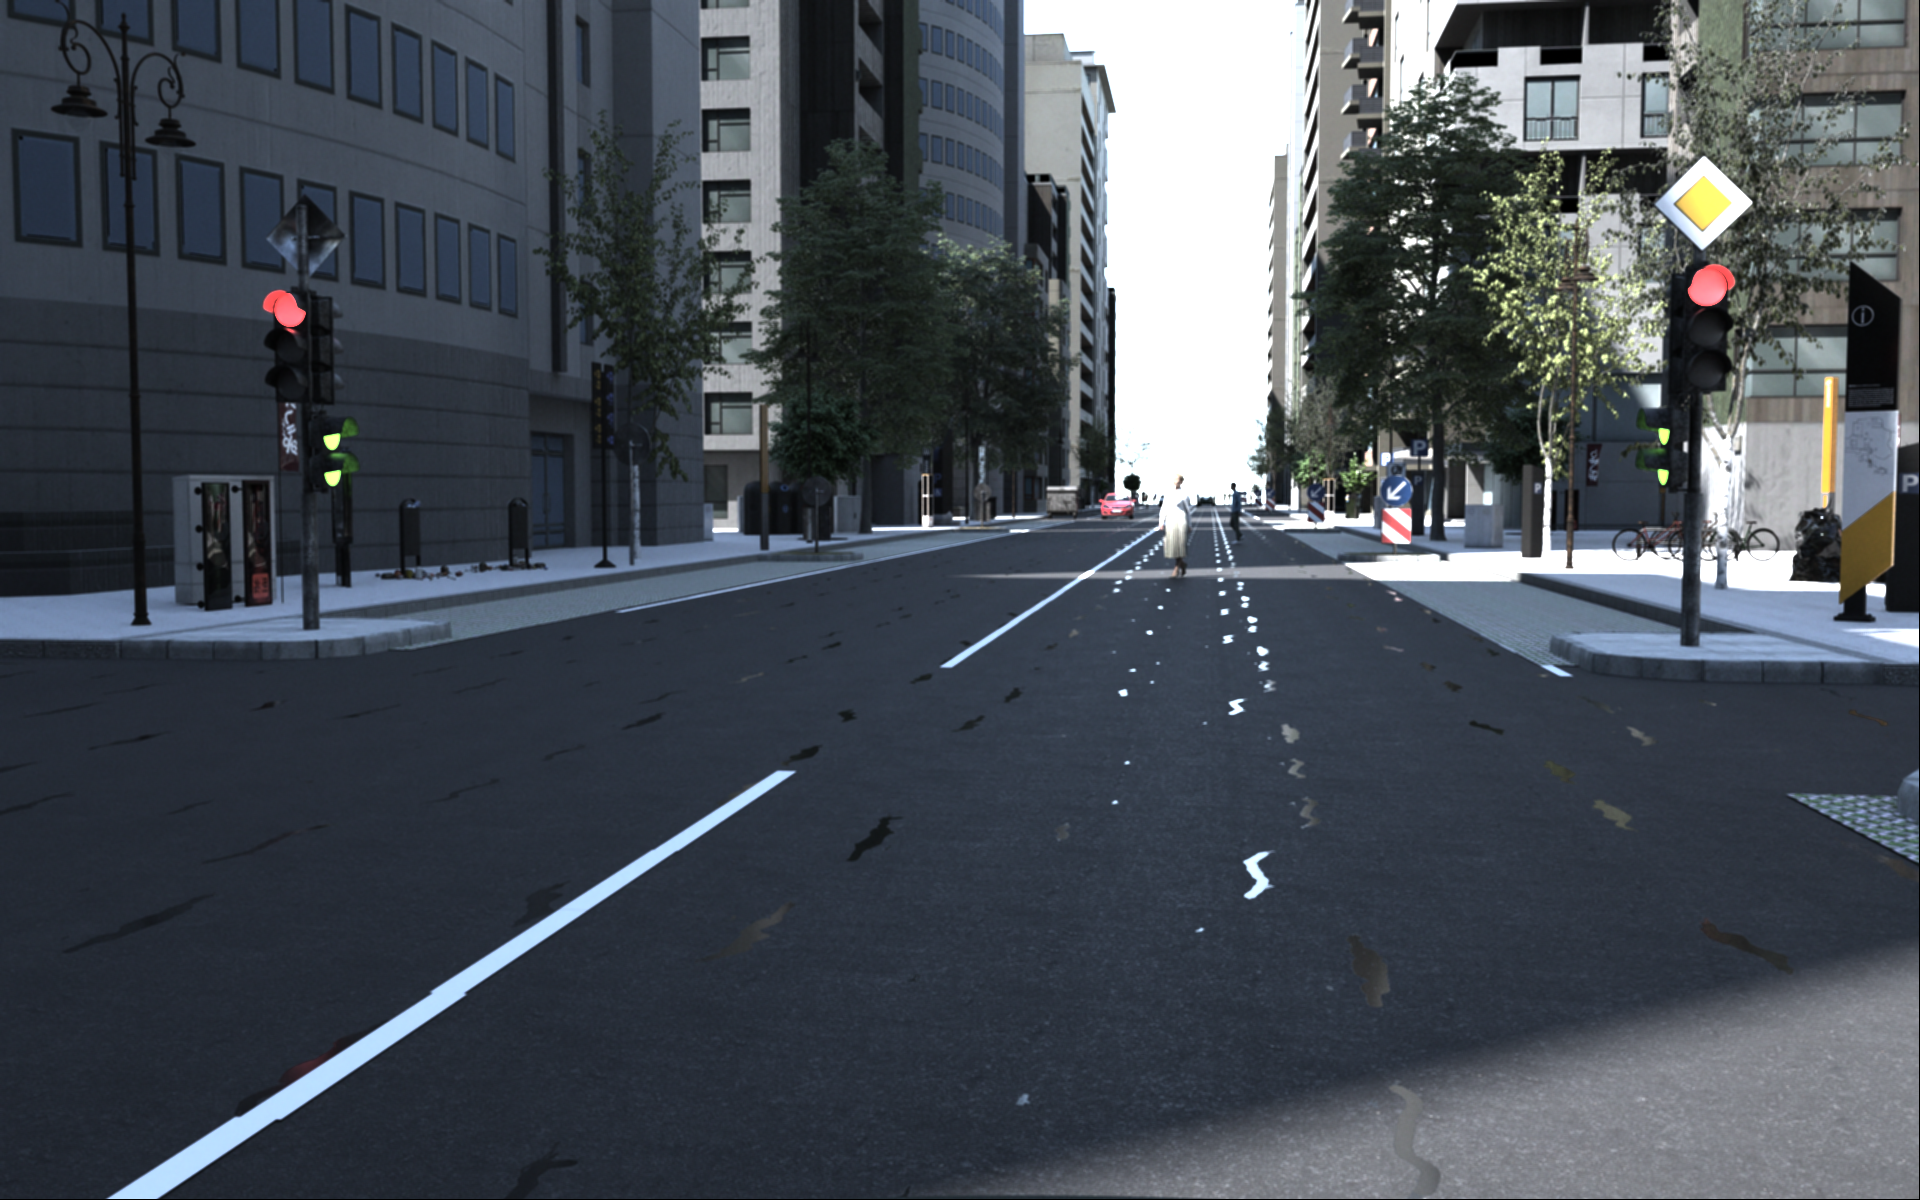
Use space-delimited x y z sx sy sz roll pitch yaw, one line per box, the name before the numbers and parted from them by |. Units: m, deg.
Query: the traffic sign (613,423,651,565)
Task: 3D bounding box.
traffic sign | -5.915 -1.898 31.142 0.768 2.556 0.104 1 4 17

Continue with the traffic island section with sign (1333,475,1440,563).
traffic island section with sign | 9.079 -1.725 36.827 1.989 1.847 2.006 1 4 8

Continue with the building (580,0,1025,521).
building | -7.957 -34.507 106.194 21.231 58.520 28.212 1 4 8

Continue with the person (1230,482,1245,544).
person | 7.997 -2.517 49.992 0.444 1.785 0.601 1 4 9

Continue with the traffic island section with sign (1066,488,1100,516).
traffic island section with sign | 8.082 -6.508 115.029 1.989 1.847 2.006 1 4 8

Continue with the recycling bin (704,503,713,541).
recycling bin | -7.249 -2.139 47.522 0.722 1.027 0.722 -3 4 -38

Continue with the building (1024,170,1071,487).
building | 2.383 -23.534 156.484 14.160 30.474 14.107 1 4 8

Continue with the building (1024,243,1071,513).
building | -6.286 -17.788 135.880 27.650 21.520 28.899 1 4 8

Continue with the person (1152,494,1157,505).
person | 25.631 -13.221 227.901 0.697 1.427 0.421 1 4 16

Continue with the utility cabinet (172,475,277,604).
utility cabinet | -8.669 -0.719 20.429 0.318 1.500 1.173 2 4 29

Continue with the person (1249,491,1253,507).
person | 32.023 -11.133 190.528 0.705 1.824 1.348 0 4 -1

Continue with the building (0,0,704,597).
building | -19.262 -29.998 32.463 21.231 58.520 28.212 1 4 8

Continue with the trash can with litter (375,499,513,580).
trash can with litter | -8.226 -0.964 26.814 1.678 1.210 2.233 1 4 10

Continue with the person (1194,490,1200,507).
person | 25.884 -11.037 188.939 0.705 1.826 1.348 2 4 35

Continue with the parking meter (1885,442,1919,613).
parking meter | 10.288 -0.804 18.851 0.399 1.863 0.255 1 4 20

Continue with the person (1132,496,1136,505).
person | 20.474 -11.905 203.818 0.551 1.740 0.621 -3 4 -38

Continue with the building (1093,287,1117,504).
building | 13.645 -28.216 233.033 14.160 30.474 14.107 1 4 8

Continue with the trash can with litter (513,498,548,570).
trash can with litter | -7.809 -1.124 29.434 1.678 1.210 2.233 1 4 18

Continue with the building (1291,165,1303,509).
building | 36.874 -23.340 153.314 14.160 30.474 14.107 1 4 8

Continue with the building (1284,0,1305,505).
building | 49.876 -40.709 207.598 21.231 58.520 28.212 1 4 8

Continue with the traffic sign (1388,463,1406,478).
traffic sign | 14.189 -3.316 56.349 0.606 2.300 0.079 1 4 9

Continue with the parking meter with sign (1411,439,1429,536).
parking meter with sign | 14.334 -3.547 54.247 0.543 3.016 1.738 1 4 18

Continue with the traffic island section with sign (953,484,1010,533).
traffic island section with sign | 0.838 -3.446 64.969 1.989 1.847 2.006 1 4 8

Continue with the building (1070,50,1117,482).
building | 4.162 -38.135 212.741 28.713 52.752 27.495 1 4 8

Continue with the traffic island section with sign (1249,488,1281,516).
traffic island section with sign | 19.989 -6.349 112.428 1.989 1.847 2.006 1 4 8

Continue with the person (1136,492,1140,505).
person | 22.554 -12.832 218.976 0.621 1.740 0.551 -1 4 -23

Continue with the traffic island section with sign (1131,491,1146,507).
traffic island section with sign | 19.888 -11.512 196.847 1.989 1.847 2.006 1 4 8

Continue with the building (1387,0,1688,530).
building | 33.035 -29.524 71.953 28.713 52.752 27.495 1 4 8

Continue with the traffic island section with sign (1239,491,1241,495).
traffic island section with sign | 31.841 -11.362 194.388 1.989 1.847 2.006 1 4 8

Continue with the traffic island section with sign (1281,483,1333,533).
traffic island section with sign | 13.008 -3.389 64.038 1.989 1.847 2.006 1 4 8

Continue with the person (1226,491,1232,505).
person | 36.889 -13.985 237.245 0.705 1.812 1.348 -2 4 -34

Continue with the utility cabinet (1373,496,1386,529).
utility cabinet | 15.360 -3.195 63.408 0.306 1.237 1.020 0 4 4

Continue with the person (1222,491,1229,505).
person | 34.056 -13.114 222.924 1.348 1.822 0.705 3 4 37

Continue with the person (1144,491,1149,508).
person | 19.153 -10.315 177.979 0.721 1.723 1.217 2 4 23

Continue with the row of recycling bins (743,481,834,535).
row of recycling bins | -5.504 -2.955 55.424 1.069 1.692 3.534 3 5 42

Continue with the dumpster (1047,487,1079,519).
dumpster | 5.852 -5.538 98.767 1.865 1.857 1.264 0 4 8

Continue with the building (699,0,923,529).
building | -9.530 -18.179 68.927 14.160 30.474 14.107 1 4 8

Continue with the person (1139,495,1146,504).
person | 23.961 -13.323 226.428 1.348 1.812 0.705 2 4 35

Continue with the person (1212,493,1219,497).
person | 36.219 -14.474 245.824 1.217 1.739 0.721 1 4 20

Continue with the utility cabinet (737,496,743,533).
utility cabinet | -6.907 -2.858 57.894 1.020 1.237 0.306 -2 4 -25

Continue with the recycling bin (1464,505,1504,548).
recycling bin | 12.509 -1.761 41.346 0.722 1.027 0.722 3 4 36

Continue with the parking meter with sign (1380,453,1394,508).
parking meter with sign | 17.803 -4.662 72.490 0.543 3.016 1.738 1 4 18

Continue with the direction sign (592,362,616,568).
direction sign | -6.208 -2.336 30.192 0.379 3.537 0.876 1 4 11

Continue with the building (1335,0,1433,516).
building | 35.754 -27.813 109.359 22.147 44.769 28.867 1 4 8

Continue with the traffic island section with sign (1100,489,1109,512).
traffic island section with sign | 11.972 -8.158 142.018 1.989 1.847 2.006 1 4 8

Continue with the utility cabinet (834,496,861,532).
utility cabinet | -3.765 -2.885 58.330 1.020 1.237 0.306 -3 4 -38

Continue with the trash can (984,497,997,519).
trash can | 1.560 -4.750 89.323 0.748 1.137 0.748 0 3 0

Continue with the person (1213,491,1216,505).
person | 32.934 -13.174 223.862 0.705 1.831 1.348 0 4 0

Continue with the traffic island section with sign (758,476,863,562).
traffic island section with sign | -3.150 -1.755 37.322 1.989 1.847 2.006 1 4 8

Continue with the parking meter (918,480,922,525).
parking meter | -1.593 -4.094 72.646 0.255 1.863 0.399 -1 4 -15

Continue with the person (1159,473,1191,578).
person | 3.738 -1.282 29.690 0.478 1.798 0.641 3 5 42

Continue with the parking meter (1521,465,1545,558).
parking meter | 11.451 -1.768 34.614 0.399 1.863 0.255 -2 4 -29

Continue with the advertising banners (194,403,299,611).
advertising banners | -8.065 -1.443 19.784 0.090 3.025 2.074 1 4 11

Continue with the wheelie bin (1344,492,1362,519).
wheelie bin | 20.105 -4.931 88.526 0.693 1.594 0.980 3 5 40

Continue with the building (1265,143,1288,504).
building | 52.544 -37.303 233.599 21.300 48.544 21.600 1 4 8

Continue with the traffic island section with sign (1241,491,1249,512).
traffic island section with sign | 23.957 -8.027 139.877 1.989 1.847 2.006 1 4 8

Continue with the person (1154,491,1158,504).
person | 28.133 -14.680 248.390 0.709 1.838 0.599 2 4 28

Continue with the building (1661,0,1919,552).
building | 25.436 -16.629 43.590 14.160 30.474 14.107 1 4 8

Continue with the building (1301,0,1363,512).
building | 38.017 -31.247 134.593 21.300 48.544 21.600 1 4 8

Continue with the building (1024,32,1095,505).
building | 3.202 -34.507 187.890 21.300 48.544 21.600 1 4 8
